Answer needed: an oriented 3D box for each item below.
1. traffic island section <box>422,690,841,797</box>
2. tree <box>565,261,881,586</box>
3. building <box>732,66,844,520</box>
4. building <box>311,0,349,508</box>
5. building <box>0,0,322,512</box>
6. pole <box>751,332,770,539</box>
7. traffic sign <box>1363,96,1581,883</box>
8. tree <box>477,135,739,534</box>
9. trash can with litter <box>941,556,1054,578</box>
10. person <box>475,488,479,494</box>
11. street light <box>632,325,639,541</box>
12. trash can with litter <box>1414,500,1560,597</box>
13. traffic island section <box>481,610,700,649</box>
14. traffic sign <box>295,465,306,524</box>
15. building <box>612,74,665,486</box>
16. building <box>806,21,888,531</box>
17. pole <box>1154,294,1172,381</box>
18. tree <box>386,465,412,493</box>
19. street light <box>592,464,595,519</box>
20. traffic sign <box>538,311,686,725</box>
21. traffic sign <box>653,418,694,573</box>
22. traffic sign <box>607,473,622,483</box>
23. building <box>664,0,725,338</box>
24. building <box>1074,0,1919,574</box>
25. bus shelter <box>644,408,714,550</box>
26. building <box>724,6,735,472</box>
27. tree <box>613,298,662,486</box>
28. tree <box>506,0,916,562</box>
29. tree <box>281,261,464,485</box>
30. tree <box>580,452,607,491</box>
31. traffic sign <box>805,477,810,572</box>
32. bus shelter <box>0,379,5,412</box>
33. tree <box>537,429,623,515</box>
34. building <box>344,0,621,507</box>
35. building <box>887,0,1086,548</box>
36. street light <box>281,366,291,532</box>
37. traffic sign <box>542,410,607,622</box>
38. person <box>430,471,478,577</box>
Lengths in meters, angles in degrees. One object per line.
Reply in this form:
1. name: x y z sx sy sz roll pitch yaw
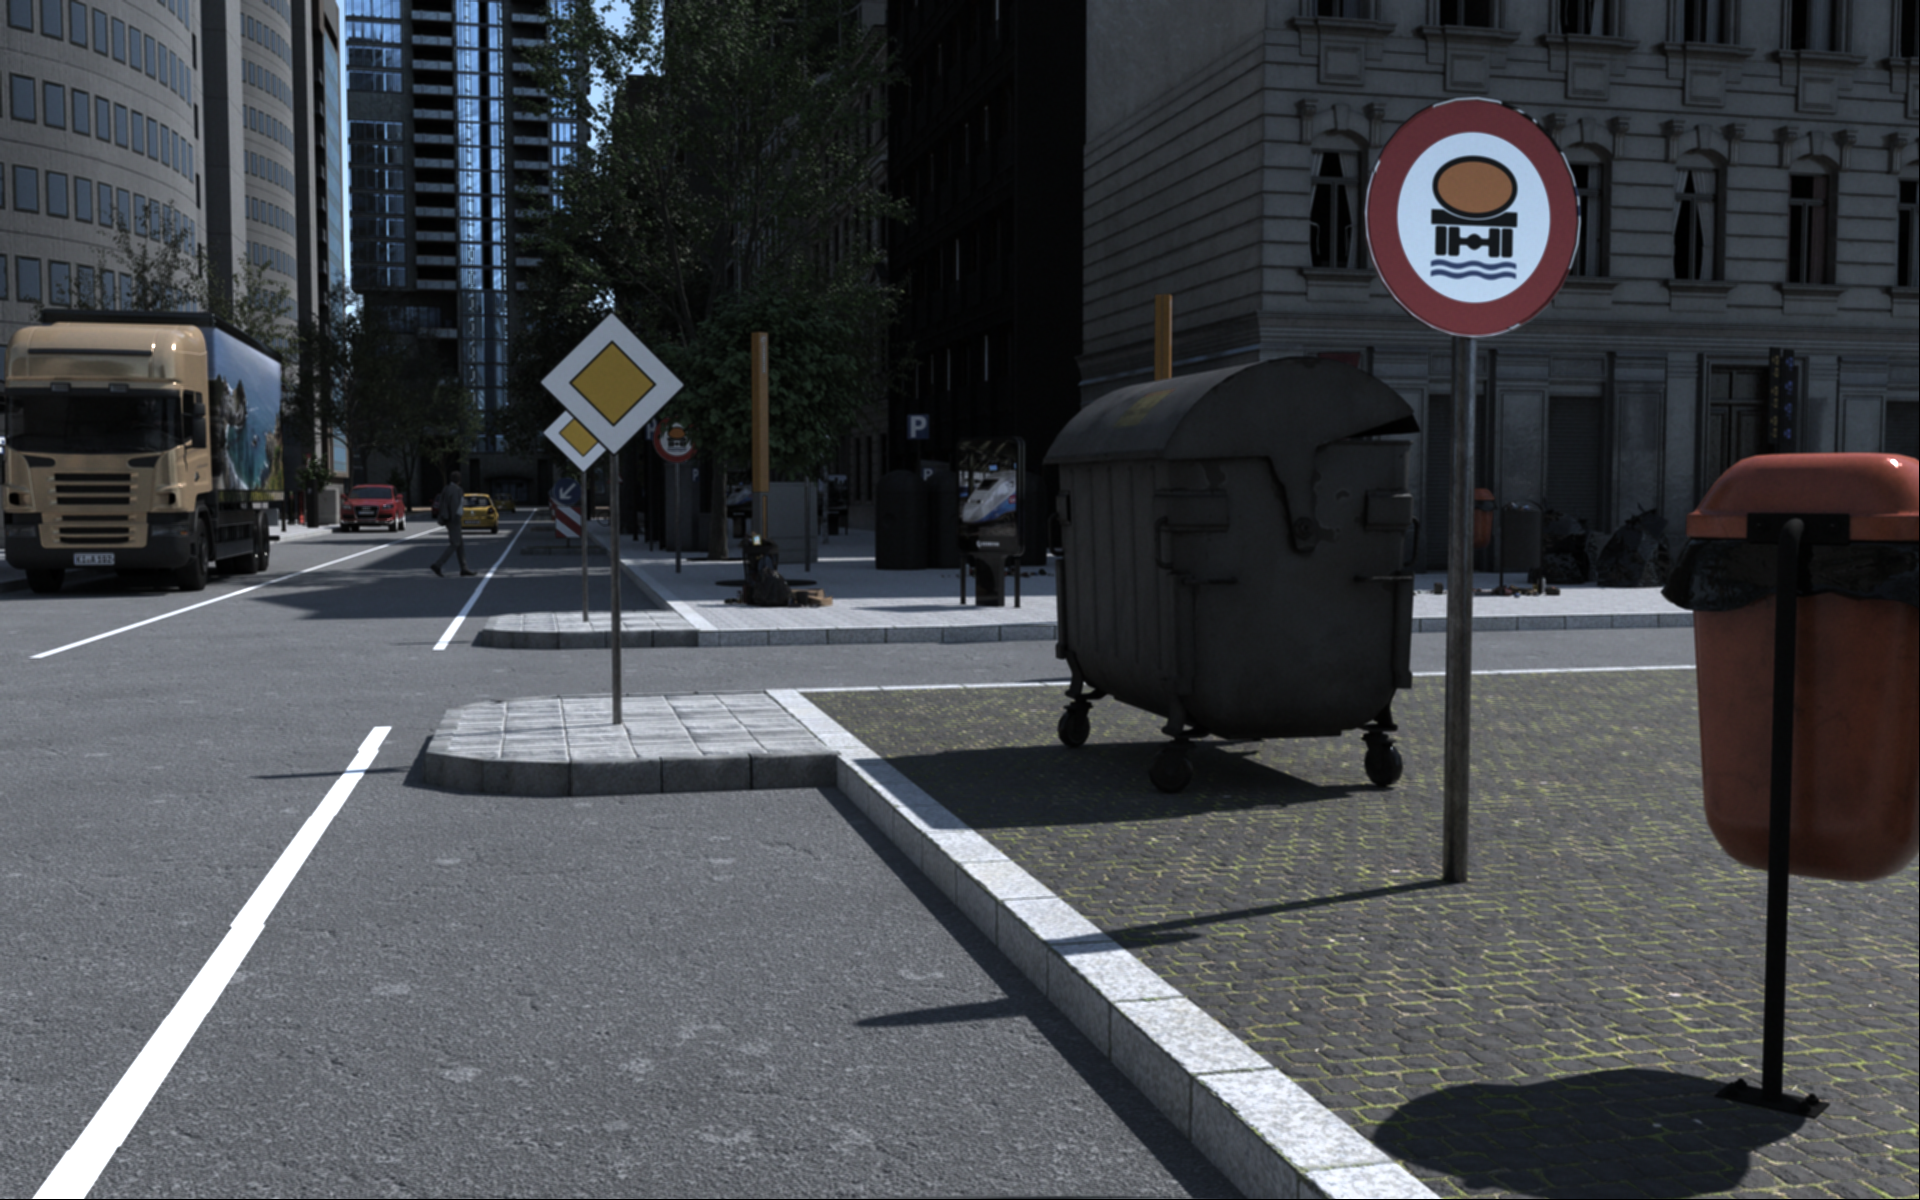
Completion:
1. traffic island section: -1.893 0.771 9.673 2.009 0.180 2.903 -1 4 -13
2. tree: -2.680 -2.497 24.542 4.285 4.588 4.351 0 3 0
3. building: -5.275 -14.419 84.897 9.793 20.994 18.267 -1 4 -13
4. building: -59.161 -30.153 143.106 14.200 45.320 14.600 -1 4 -13
5. building: -58.058 -35.420 121.113 21.231 58.520 28.212 -1 4 -13
6. pole: -2.524 -1.717 21.922 0.158 3.312 0.155 0 3 0
7. traffic sign: 1.644 -0.340 5.672 0.768 2.556 0.104 -1 4 -13
8. tree: -10.535 -8.456 55.266 9.611 12.733 9.660 0 3 0
9. trash can with litter: 0.896 -0.979 27.072 2.233 1.210 1.678 0 4 8
10. person: -32.519 -6.618 116.788 0.705 1.814 1.350 1 4 9
11. street light: -8.933 -4.570 47.514 0.468 5.910 1.993 -1 4 -13
12. trash can with litter: 6.788 -0.685 22.250 2.233 1.210 1.678 0 4 -1
13. traffic island section: -3.749 0.296 17.441 2.009 0.180 2.903 -1 4 -13
14. traffic sign: -28.443 -4.588 75.119 0.768 2.556 0.104 0 4 -6
15. building: -30.401 -32.999 189.647 14.200 45.320 14.600 -1 4 -13
16. building: 0.150 -12.337 66.342 10.561 19.102 19.286 -1 4 -13
17. pole: 2.083 -1.466 17.814 0.158 3.312 0.155 0 3 0
18. tree: -36.539 -7.187 112.112 1.663 3.219 1.824 0 3 0
19. street light: -19.187 -7.202 90.547 0.468 5.910 1.993 -1 4 -13
20. traffic sign: -1.914 -0.364 9.591 0.795 2.450 0.064 -1 4 -13
21. traffic sign: -4.584 -1.713 28.122 0.768 2.556 0.104 0 4 -4
22. traffic sign: -17.046 -5.253 85.883 0.884 2.594 0.081 -1 4 -12
23. building: -11.511 -31.299 135.440 21.300 48.544 21.600 -1 4 -13
24. building: 12.218 -11.249 33.067 18.267 20.994 9.793 -1 4 -13
25. bus shelter: -7.114 -3.145 42.700 1.731 3.624 6.357 -1 4 -13
26. building: -6.515 -41.314 113.729 20.563 71.187 20.611 -1 4 -13
27. tree: -11.862 -6.965 64.248 4.737 8.622 4.395 0 3 0
28. tree: -4.682 -6.552 32.877 9.928 11.665 9.643 0 3 0
29. tree: -31.635 -11.099 91.841 12.009 13.543 11.850 0 3 0
30. tree: -34.425 -12.746 158.764 4.360 8.622 3.978 0 3 0
31. traffic sign: -2.520 -1.741 28.572 0.768 2.556 0.104 -1 4 -13
32. bus shelter: -16.177 -2.026 27.055 2.014 3.302 5.546 -1 4 -13
33. tree: -22.938 -11.623 108.169 7.486 12.596 7.792 0 3 0
34. building: -53.319 -53.480 187.064 31.000 86.520 22.319 -1 4 -13
35. building: 5.486 -13.443 49.463 12.332 23.373 15.834 -1 4 -13
36. street light: -23.115 -5.274 59.025 0.468 5.910 1.993 -1 4 -13
37. traffic sign: -3.770 -0.839 17.358 0.795 2.450 0.064 -1 4 -13
38. person: -8.778 -1.312 30.045 0.850 1.850 0.679 -2 4 -33
